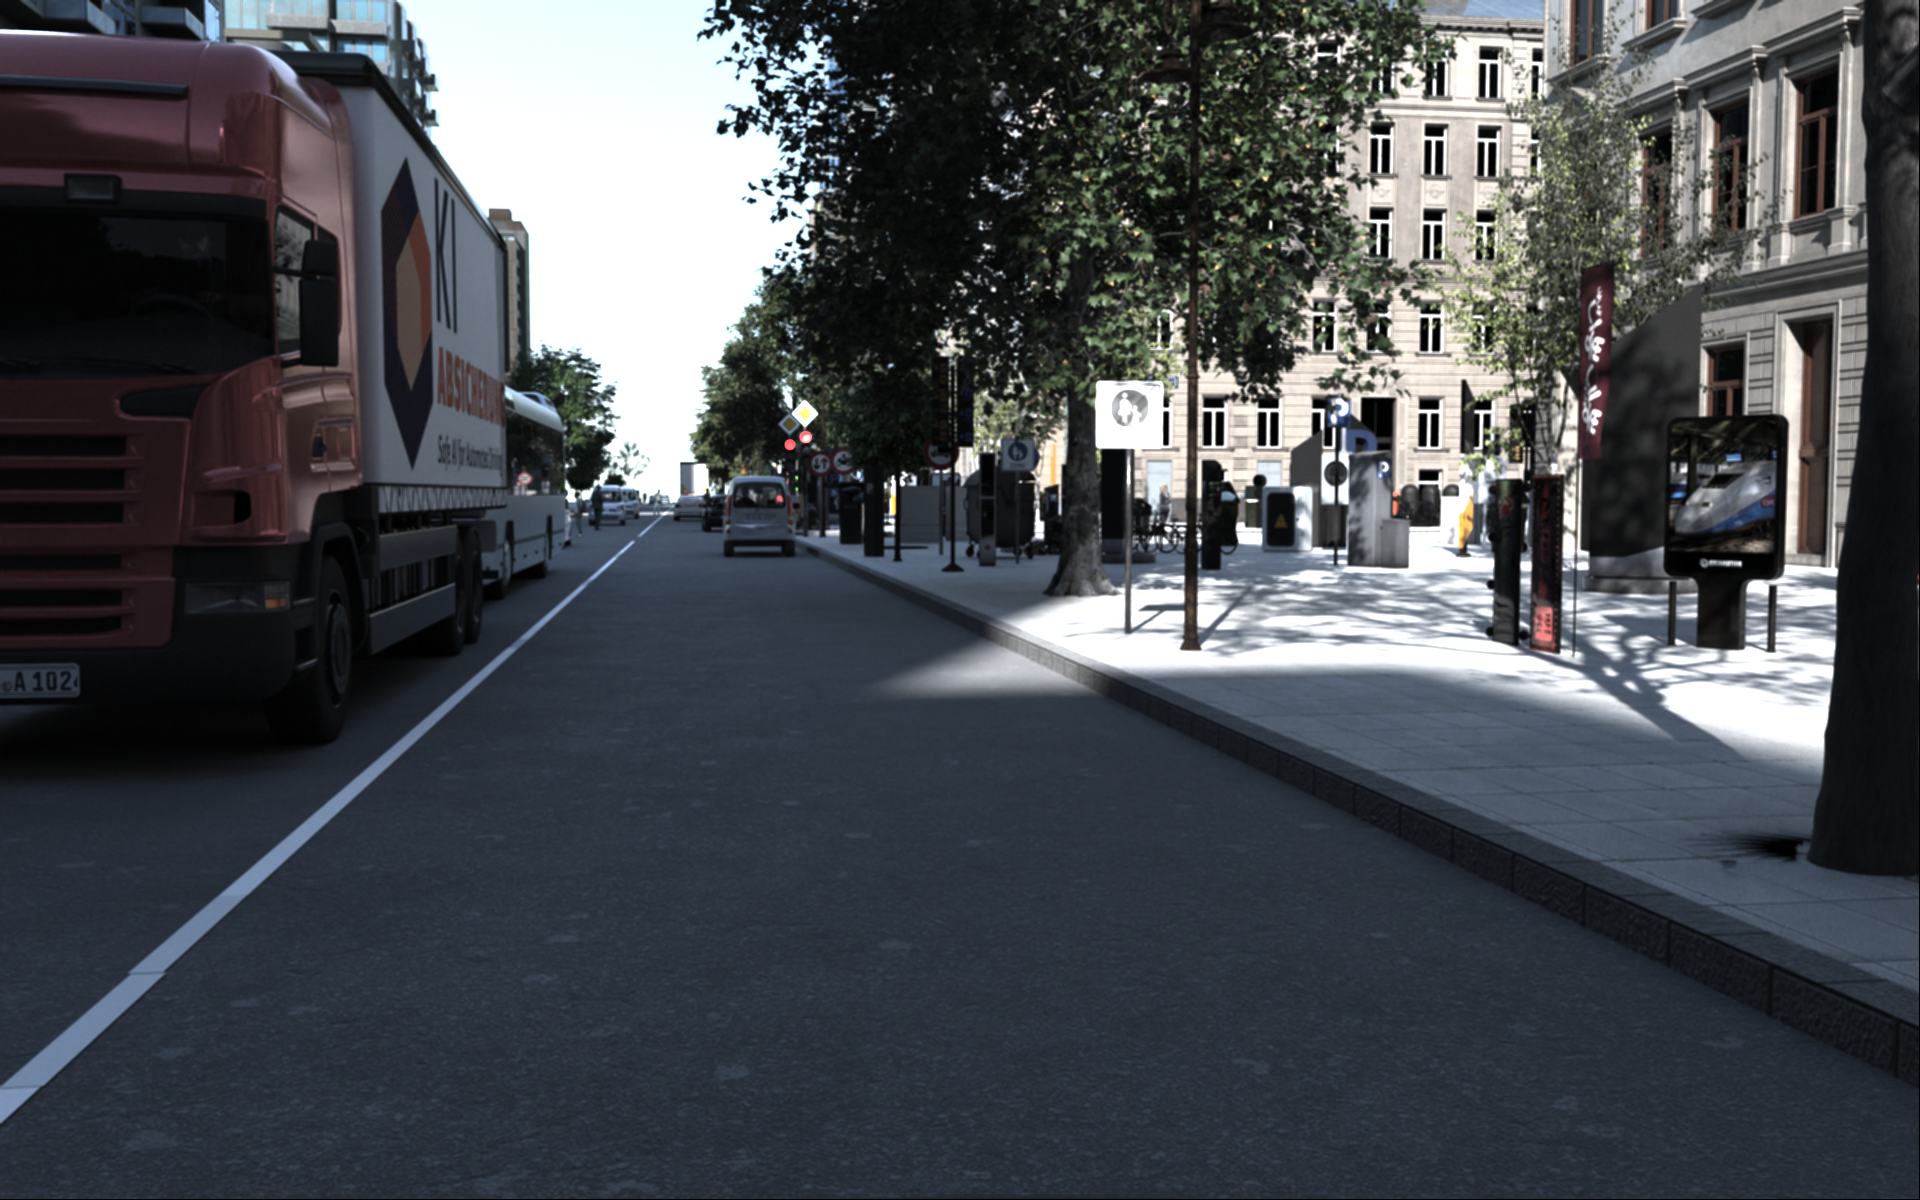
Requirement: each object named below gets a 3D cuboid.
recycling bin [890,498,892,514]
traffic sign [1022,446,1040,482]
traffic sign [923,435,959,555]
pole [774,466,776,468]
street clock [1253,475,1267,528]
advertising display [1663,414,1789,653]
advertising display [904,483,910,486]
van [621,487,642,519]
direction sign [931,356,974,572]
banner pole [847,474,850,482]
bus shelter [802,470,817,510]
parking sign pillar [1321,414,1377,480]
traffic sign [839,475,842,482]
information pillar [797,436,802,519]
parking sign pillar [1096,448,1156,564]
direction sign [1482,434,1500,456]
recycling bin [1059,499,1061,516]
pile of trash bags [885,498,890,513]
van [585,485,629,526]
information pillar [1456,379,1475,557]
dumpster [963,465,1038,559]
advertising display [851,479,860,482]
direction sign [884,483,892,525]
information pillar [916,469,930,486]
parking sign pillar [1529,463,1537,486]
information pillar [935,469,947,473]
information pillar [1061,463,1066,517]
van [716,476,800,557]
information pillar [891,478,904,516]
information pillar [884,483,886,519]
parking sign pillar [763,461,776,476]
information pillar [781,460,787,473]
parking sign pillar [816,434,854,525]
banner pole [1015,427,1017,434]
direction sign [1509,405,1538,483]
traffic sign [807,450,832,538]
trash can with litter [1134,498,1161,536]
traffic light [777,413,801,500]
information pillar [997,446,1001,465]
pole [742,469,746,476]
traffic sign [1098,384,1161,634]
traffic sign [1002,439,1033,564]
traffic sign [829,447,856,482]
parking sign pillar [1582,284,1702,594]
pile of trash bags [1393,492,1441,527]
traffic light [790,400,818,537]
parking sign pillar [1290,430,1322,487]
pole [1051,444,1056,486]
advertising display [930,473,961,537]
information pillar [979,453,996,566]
[{"bbox_3d":[-4.188,-6.155,113.190,0.722,1.027,0.722,0,4,2],"label":"recycling bin"},{"bbox_3d":[1.536,-2.555,41.876,0.768,2.556,0.104,0,4,0],"label":"traffic sign"},{"bbox_3d":[-0.397,-2.222,36.442,0.768,2.556,0.104,0,4,-4],"label":"traffic sign"},{"bbox_3d":[-13.189,-7.953,123.872,0.158,3.312,0.155,0,3,0],"label":"pole"},{"bbox_3d":[11.188,-3.677,64.681,0.358,2.002,0.471,-3,5,-40],"label":"street clock"},{"bbox_3d":[6.305,-0.556,14.301,0.123,1.923,0.974,-3,5,-39],"label":"advertising display"},{"bbox_3d":[-3.415,-6.613,113.341,0.123,1.923,0.974,1,4,20],"label":"advertising display"},{"bbox_3d":[-19.640,-5.774,101.414,2.013,2.044,4.112,-1,4,-10],"label":"van"},{"bbox_3d":[-0.119,-2.243,28.670,0.876,3.537,0.379,-3,5,-39],"label":"direction sign"},{"bbox_3d":[-6.544,-6.838,101.819,0.401,3.779,0.863,1,4,9],"label":"banner pole"},{"bbox_3d":[-7.819,-6.249,93.460,1.731,3.624,6.357,-1,4,-9],"label":"bus shelter"},{"bbox_3d":[12.025,-3.903,52.292,1.447,3.967,1.447,-1,4,-21],"label":"parking sign pillar"},{"bbox_3d":[-7.390,-6.274,102.687,0.768,2.556,0.104,0,4,-1],"label":"traffic sign"},{"bbox_3d":[-6.406,-4.755,69.103,0.183,3.616,0.504,-1,4,-13],"label":"information pillar"},{"bbox_3d":[2.963,-2.691,32.467,1.447,3.967,1.447,1,4,15],"label":"parking sign pillar"},{"bbox_3d":[19.924,-4.467,65.028,0.876,3.537,0.379,-2,4,-29],"label":"direction sign"},{"bbox_3d":[5.060,-4.182,80.925,0.722,1.027,0.722,-1,4,-15],"label":"recycling bin"},{"bbox_3d":[-6.469,-6.416,114.651,3.447,1.369,1.912,-1,4,-21],"label":"pile of trash bags"},{"bbox_3d":[-16.329,-4.476,80.191,2.013,2.044,4.112,-1,4,-11],"label":"van"},{"bbox_3d":[10.406,-2.705,35.576,0.183,3.616,0.504,3,5,41],"label":"information pillar"},{"bbox_3d":[0.816,-1.772,34.730,1.264,1.857,1.865,-1,4,-9],"label":"dumpster"},{"bbox_3d":[-4.300,-4.342,76.211,0.974,1.923,0.123,1,4,18],"label":"advertising display"},{"bbox_3d":[-3.036,-4.911,72.285,0.876,3.537,0.379,2,4,28],"label":"direction sign"},{"bbox_3d":[-1.085,-2.839,50.906,0.304,2.012,0.304,-2,4,-32],"label":"information pillar"},{"bbox_3d":[38.678,-7.744,115.087,1.447,3.967,1.447,-2,4,-29],"label":"parking sign pillar"},{"bbox_3d":[-0.711,-4.244,60.737,0.504,3.616,0.183,-2,4,-28],"label":"information pillar"},{"bbox_3d":[2.611,-2.244,41.188,0.304,2.012,0.304,-3,5,-42],"label":"information pillar"},{"bbox_3d":[-4.782,-2.082,41.053,2.013,2.044,4.112,0,4,-7],"label":"van"},{"bbox_3d":[-2.316,-4.499,64.908,0.504,3.616,0.183,-1,4,-11],"label":"information pillar"},{"bbox_3d":[-2.422,-3.612,50.411,0.504,3.616,0.183,2,4,30],"label":"information pillar"},{"bbox_3d":[-13.146,-8.039,119.916,1.447,3.967,1.447,1,4,20],"label":"parking sign pillar"},{"bbox_3d":[-11.401,-7.406,112.448,0.504,3.616,0.183,1,4,12],"label":"information pillar"},{"bbox_3d":[-5.307,-5.147,72.624,1.447,3.967,1.447,0,4,-7],"label":"parking sign pillar"},{"bbox_3d":[2.101,-4.577,64.853,0.401,3.779,0.863,0,4,-7],"label":"banner pole"},{"bbox_3d":[14.342,-3.173,43.873,0.876,3.537,0.379,0,4,2],"label":"direction sign"},{"bbox_3d":[-4.079,-3.093,50.683,0.768,2.556,0.104,-1,4,-8],"label":"traffic sign"},{"bbox_3d":[5.818,-2.590,53.729,1.055,1.170,0.624,-2,4,-28],"label":"trash can with litter"},{"bbox_3d":[-5.912,-4.343,59.923,0.839,4.253,0.868,-1,4,-9],"label":"traffic light"},{"bbox_3d":[1.965,-5.650,83.732,0.183,3.616,0.504,-3,5,-39],"label":"information pillar"},{"bbox_3d":[-13.538,-7.017,108.572,0.158,3.312,0.155,0,3,0],"label":"pole"},{"bbox_3d":[1.539,-0.837,15.813,0.606,2.300,0.079,0,4,-4],"label":"traffic sign"},{"bbox_3d":[1.056,-1.812,31.752,0.606,2.300,0.079,0,4,0],"label":"traffic sign"},{"bbox_3d":[-3.149,-2.864,46.931,0.768,2.556,0.104,0,4,-1],"label":"traffic sign"},{"bbox_3d":[8.976,-2.095,22.719,1.447,3.967,1.447,1,4,21],"label":"parking sign pillar"},{"bbox_3d":[17.386,-3.519,67.292,1.912,1.369,3.447,3,4,36],"label":"pile of trash bags"},{"bbox_3d":[-4.668,-3.860,52.035,0.839,4.253,0.868,-1,4,-9],"label":"traffic light"},{"bbox_3d":[14.411,-5.117,72.140,1.447,3.967,1.447,0,4,2],"label":"parking sign pillar"},{"bbox_3d":[3.805,-4.702,70.728,0.158,3.312,0.155,0,3,0],"label":"pole"},{"bbox_3d":[-0.451,-2.879,52.278,0.974,1.923,0.123,-2,4,-24],"label":"advertising display"},{"bbox_3d":[0.489,-1.615,30.900,0.304,2.012,0.304,0,4,0],"label":"information pillar"}]
